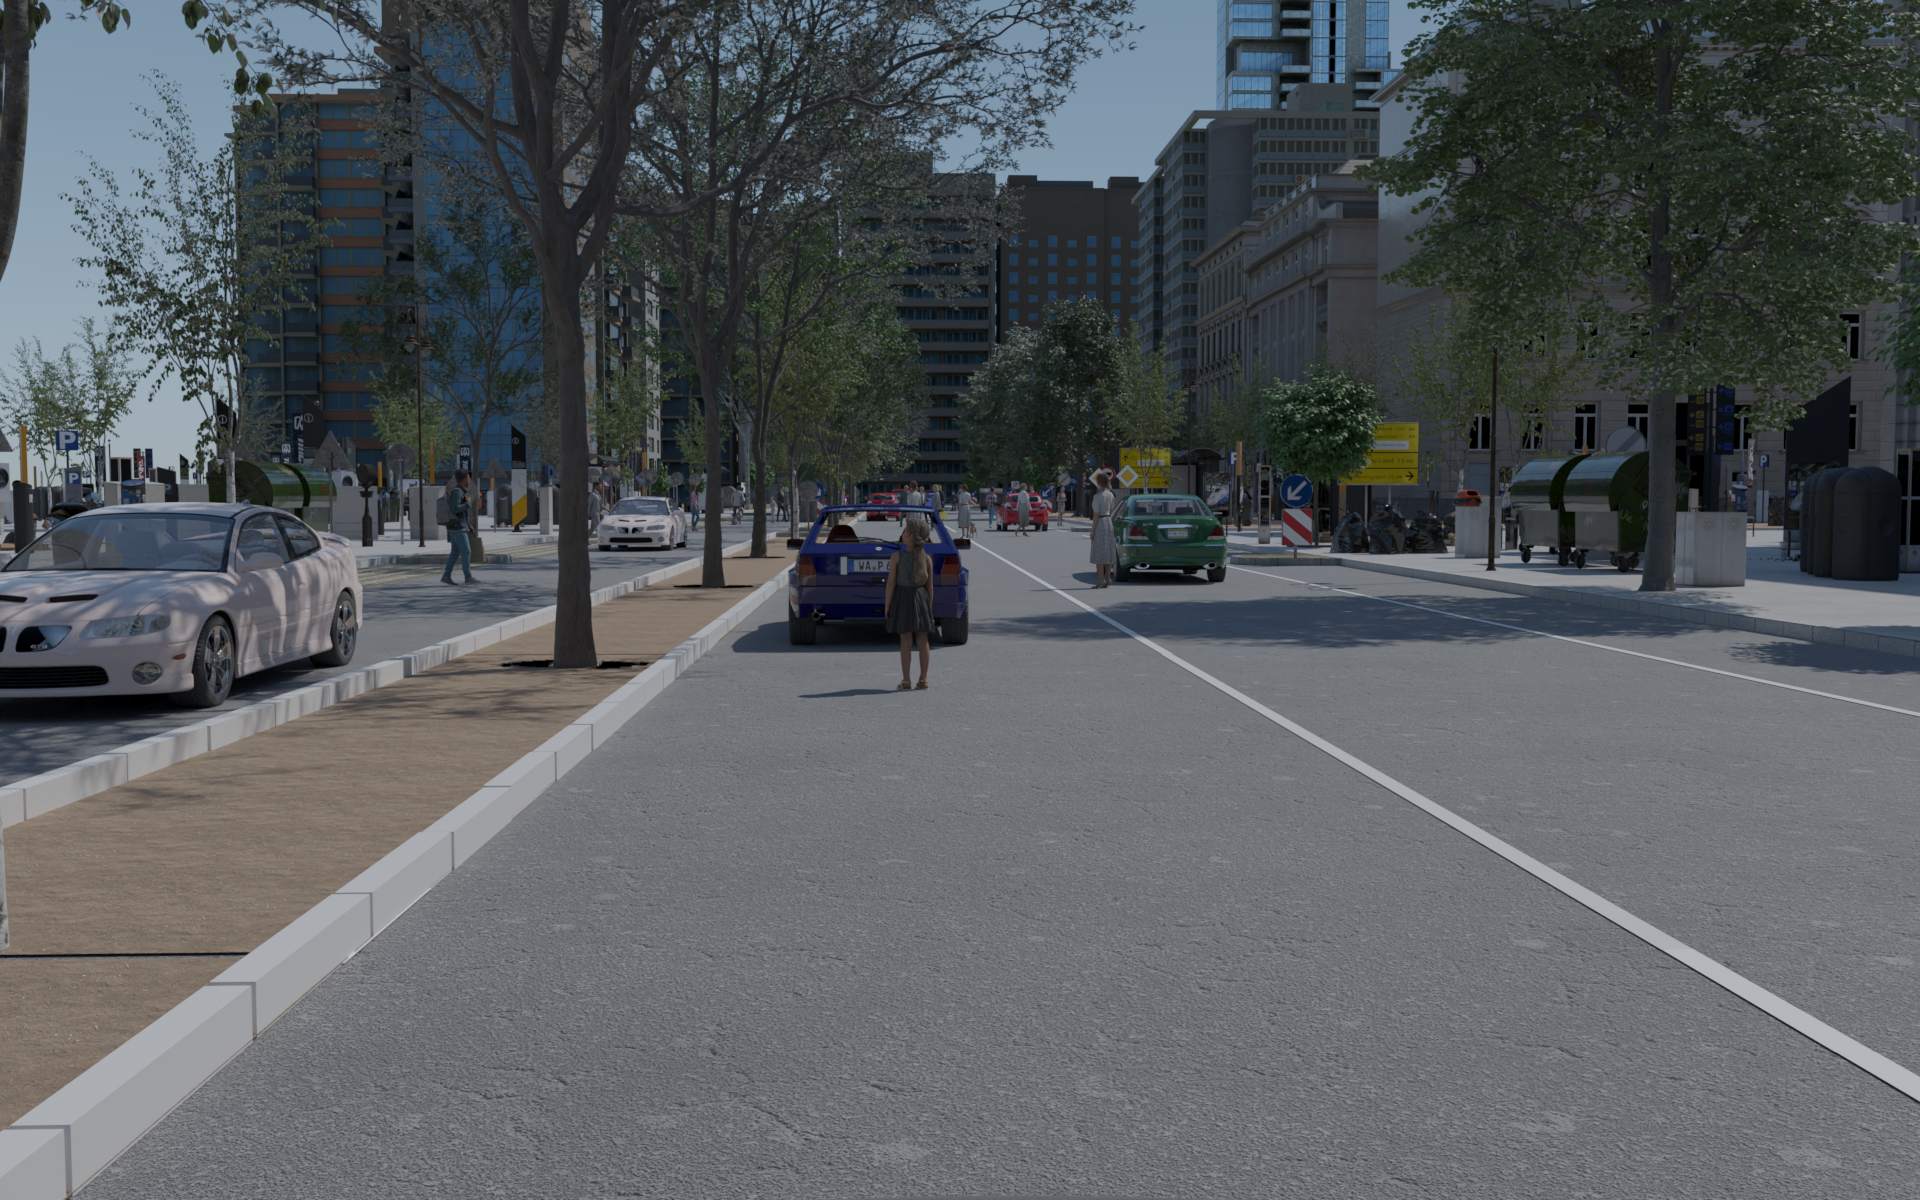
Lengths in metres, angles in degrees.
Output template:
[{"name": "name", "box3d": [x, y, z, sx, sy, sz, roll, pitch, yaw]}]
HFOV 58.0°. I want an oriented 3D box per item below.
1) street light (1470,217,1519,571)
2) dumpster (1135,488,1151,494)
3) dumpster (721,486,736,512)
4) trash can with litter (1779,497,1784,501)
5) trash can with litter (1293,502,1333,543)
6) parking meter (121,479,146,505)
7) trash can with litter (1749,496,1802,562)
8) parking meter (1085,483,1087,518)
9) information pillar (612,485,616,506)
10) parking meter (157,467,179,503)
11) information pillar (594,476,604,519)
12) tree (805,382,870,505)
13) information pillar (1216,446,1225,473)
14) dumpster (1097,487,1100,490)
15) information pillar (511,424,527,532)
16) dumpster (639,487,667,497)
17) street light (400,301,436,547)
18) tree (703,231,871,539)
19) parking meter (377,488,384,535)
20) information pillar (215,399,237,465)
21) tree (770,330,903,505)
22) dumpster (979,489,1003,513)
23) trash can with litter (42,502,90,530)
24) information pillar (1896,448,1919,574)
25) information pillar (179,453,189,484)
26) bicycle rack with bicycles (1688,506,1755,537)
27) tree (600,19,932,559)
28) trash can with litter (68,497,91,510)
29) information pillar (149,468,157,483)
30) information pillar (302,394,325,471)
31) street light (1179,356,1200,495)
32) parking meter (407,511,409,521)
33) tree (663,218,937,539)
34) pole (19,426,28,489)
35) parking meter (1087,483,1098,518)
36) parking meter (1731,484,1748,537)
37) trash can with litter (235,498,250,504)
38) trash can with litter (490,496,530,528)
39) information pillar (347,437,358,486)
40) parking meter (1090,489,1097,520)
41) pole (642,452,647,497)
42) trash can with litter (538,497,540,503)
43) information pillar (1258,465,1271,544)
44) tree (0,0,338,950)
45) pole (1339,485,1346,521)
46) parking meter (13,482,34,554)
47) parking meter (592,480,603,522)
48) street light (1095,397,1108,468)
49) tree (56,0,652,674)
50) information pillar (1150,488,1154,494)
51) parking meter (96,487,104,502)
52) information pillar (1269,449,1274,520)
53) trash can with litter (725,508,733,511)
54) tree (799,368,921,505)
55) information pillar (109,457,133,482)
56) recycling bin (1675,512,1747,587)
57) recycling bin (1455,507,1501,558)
[{"name": "street light", "box3d": [8.882, -3.425, 28.786, 0.468, 5.910, 1.993, 0, 4, -2]}, {"name": "dumpster", "box3d": [9.191, -5.370, 90.286, 1.502, 2.255, 1.985, 0, 4, -2]}, {"name": "dumpster", "box3d": [-16.960, -7.377, 126.368, 1.264, 1.857, 1.865, 0, 4, -2]}, {"name": "trash can with litter", "box3d": [64.828, -7.602, 135.676, 1.055, 1.170, 0.624, 2, 4, 23]}, {"name": "trash can with litter", "box3d": [9.306, -2.090, 45.566, 1.055, 1.170, 0.624, -1, 4, -21]}, {"name": "parking meter", "box3d": [-13.673, -1.239, 28.677, 0.372, 1.533, 0.369, 0, 3, 0]}, {"name": "trash can with litter", "box3d": [16.058, -1.338, 32.927, 1.678, 1.210, 2.233, 1, 4, 16]}, {"name": "parking meter", "box3d": [6.822, -5.300, 92.366, 0.255, 1.863, 0.399, -1, 4, -13]}, {"name": "information pillar", "box3d": [-26.721, -7.894, 133.551, 0.304, 2.012, 0.304, -2, 4, -30]}, {"name": "parking meter", "box3d": [-16.883, -1.910, 36.947, 0.399, 1.863, 0.255, -1, 4, -19]}, {"name": "information pillar", "box3d": [-14.828, -4.077, 71.152, 0.304, 2.012, 0.304, -3, 5, -45]}, {"name": "tree", "box3d": [-6.208, -8.483, 91.508, 4.360, 8.622, 3.978, 0, 3, 0]}, {"name": "information pillar", "box3d": [12.727, -5.702, 84.574, 0.504, 3.616, 0.183, -2, 4, -31]}, {"name": "dumpster", "box3d": [8.963, -6.616, 113.935, 1.264, 1.857, 1.865, 0, 4, -2]}, {"name": "information pillar", "box3d": [-14.761, -4.071, 57.921, 0.504, 3.616, 0.183, -1, 4, -15]}, {"name": "dumpster", "box3d": [-18.927, -6.367, 106.595, 1.502, 2.255, 1.985, 0, 4, -2]}, {"name": "street light", "box3d": [-13.014, -4.216, 41.721, 0.468, 5.910, 1.993, 0, 4, -2]}, {"name": "tree", "box3d": [-4.461, -5.771, 47.177, 4.737, 8.622, 4.395, 0, 3, 0]}, {"name": "parking meter", "box3d": [-18.123, -2.782, 53.904, 0.372, 1.533, 0.369, 0, 3, 0]}, {"name": "information pillar", "box3d": [-17.500, -3.057, 41.335, 0.504, 3.616, 0.183, -3, 5, -43]}, {"name": "tree", "box3d": [-6.866, -10.813, 97.378, 7.486, 12.596, 7.792, 0, 3, 0]}, {"name": "dumpster", "box3d": [2.410, -7.752, 134.955, 1.865, 1.857, 1.264, 0, 4, -4]}, {"name": "trash can with litter", "box3d": [-12.721, -0.814, 24.701, 0.624, 1.170, 1.055, -2, 4, -26]}, {"name": "information pillar", "box3d": [15.347, -1.438, 28.002, 0.304, 2.012, 0.304, -1, 4, -15]}, {"name": "information pillar", "box3d": [-44.167, -6.561, 98.632, 0.504, 3.616, 0.183, -1, 4, -20]}, {"name": "bicycle rack with bicycles", "box3d": [22.217, -2.322, 51.352, 2.852, 0.926, 2.925, 3, 4, 37]}, {"name": "tree", "box3d": [-4.349, -6.714, 37.981, 9.928, 11.665, 9.643, 0, 3, 0]}, {"name": "trash can with litter", "box3d": [-22.059, -2.024, 44.144, 2.233, 1.210, 1.678, 0, 4, -7]}, {"name": "information pillar", "box3d": [-22.798, -2.736, 49.221, 0.304, 2.012, 0.304, 2, 4, 27]}, {"name": "information pillar", "box3d": [-15.148, -3.012, 40.601, 0.504, 3.616, 0.183, -1, 4, -9]}, {"name": "street light", "box3d": [7.683, -5.214, 58.044, 0.468, 5.910, 1.993, 0, 4, -2]}, {"name": "parking meter", "box3d": [-26.268, -4.714, 82.787, 0.255, 1.863, 0.399, -2, 4, -26]}, {"name": "tree", "box3d": [-5.066, -7.125, 53.356, 8.767, 10.594, 7.601, 0, 4, -2]}, {"name": "pole", "box3d": [-27.973, -3.543, 51.772, 0.158, 3.312, 0.155, 0, 3, 0]}, {"name": "parking meter", "box3d": [6.822, -5.052, 88.310, 0.399, 1.863, 0.255, 0, 4, 7]}, {"name": "parking meter", "box3d": [19.877, -2.188, 44.181, 0.372, 1.533, 0.369, 0, 3, 0]}, {"name": "trash can with litter", "box3d": [-13.580, -1.374, 33.518, 1.678, 1.210, 2.233, 1, 4, 18]}, {"name": "trash can with litter", "box3d": [-17.175, -3.383, 66.367, 1.678, 1.210, 2.233, 2, 4, 26]}, {"name": "information pillar", "box3d": [-24.990, -4.886, 71.236, 0.504, 3.616, 0.183, 2, 4, 24]}, {"name": "parking meter", "box3d": [6.598, -4.723, 85.633, 0.372, 1.533, 0.369, 0, 3, 0]}, {"name": "pole", "box3d": [-15.320, -5.520, 84.098, 0.158, 3.312, 0.155, 0, 3, 0]}, {"name": "trash can with litter", "box3d": [-32.048, -7.231, 129.620, 0.624, 1.170, 1.055, 3, 5, 40]}, {"name": "information pillar", "box3d": [7.834, -2.452, 44.588, 0.304, 2.012, 0.304, 0, 4, 4]}, {"name": "tree", "box3d": [-3.096, -3.216, 5.402, 4.360, 8.622, 3.978, 0, 3, 0]}, {"name": "pole", "box3d": [11.468, -3.550, 51.885, 0.158, 3.312, 0.155, 0, 3, 0]}, {"name": "parking meter", "box3d": [-20.232, -1.774, 37.414, 0.372, 1.533, 0.369, 0, 3, 0]}, {"name": "parking meter", "box3d": [-14.730, -3.959, 70.434, 0.399, 1.863, 0.255, 1, 4, 10]}, {"name": "street light", "box3d": [6.672, -6.654, 81.587, 0.468, 5.910, 1.993, 0, 4, -2]}, {"name": "tree", "box3d": [-3.141, -6.173, 13.748, 12.009, 13.543, 11.850, 0, 3, 0]}, {"name": "information pillar", "box3d": [12.679, -6.763, 115.068, 0.304, 2.012, 0.304, 3, 4, 36]}, {"name": "parking meter", "box3d": [-45.552, -5.259, 91.702, 0.255, 1.863, 0.399, -1, 4, -17]}, {"name": "information pillar", "box3d": [15.157, -5.687, 84.338, 0.183, 3.616, 0.504, 2, 4, 27]}, {"name": "trash can with litter", "box3d": [-18.487, -7.530, 134.180, 2.233, 1.210, 1.678, 0, 4, -3]}, {"name": "tree", "box3d": [-7.444, -12.162, 118.312, 9.611, 12.733, 9.660, 0, 3, 0]}, {"name": "information pillar", "box3d": [-16.683, -1.835, 34.487, 0.304, 2.012, 0.304, 2, 4, 28]}, {"name": "recycling bin", "box3d": [10.539, -0.720, 24.323, 0.722, 1.027, 0.722, 0, 4, 0]}, {"name": "recycling bin", "box3d": [10.445, -1.369, 34.931, 0.722, 1.027, 0.722, 0, 4, -2]}]
